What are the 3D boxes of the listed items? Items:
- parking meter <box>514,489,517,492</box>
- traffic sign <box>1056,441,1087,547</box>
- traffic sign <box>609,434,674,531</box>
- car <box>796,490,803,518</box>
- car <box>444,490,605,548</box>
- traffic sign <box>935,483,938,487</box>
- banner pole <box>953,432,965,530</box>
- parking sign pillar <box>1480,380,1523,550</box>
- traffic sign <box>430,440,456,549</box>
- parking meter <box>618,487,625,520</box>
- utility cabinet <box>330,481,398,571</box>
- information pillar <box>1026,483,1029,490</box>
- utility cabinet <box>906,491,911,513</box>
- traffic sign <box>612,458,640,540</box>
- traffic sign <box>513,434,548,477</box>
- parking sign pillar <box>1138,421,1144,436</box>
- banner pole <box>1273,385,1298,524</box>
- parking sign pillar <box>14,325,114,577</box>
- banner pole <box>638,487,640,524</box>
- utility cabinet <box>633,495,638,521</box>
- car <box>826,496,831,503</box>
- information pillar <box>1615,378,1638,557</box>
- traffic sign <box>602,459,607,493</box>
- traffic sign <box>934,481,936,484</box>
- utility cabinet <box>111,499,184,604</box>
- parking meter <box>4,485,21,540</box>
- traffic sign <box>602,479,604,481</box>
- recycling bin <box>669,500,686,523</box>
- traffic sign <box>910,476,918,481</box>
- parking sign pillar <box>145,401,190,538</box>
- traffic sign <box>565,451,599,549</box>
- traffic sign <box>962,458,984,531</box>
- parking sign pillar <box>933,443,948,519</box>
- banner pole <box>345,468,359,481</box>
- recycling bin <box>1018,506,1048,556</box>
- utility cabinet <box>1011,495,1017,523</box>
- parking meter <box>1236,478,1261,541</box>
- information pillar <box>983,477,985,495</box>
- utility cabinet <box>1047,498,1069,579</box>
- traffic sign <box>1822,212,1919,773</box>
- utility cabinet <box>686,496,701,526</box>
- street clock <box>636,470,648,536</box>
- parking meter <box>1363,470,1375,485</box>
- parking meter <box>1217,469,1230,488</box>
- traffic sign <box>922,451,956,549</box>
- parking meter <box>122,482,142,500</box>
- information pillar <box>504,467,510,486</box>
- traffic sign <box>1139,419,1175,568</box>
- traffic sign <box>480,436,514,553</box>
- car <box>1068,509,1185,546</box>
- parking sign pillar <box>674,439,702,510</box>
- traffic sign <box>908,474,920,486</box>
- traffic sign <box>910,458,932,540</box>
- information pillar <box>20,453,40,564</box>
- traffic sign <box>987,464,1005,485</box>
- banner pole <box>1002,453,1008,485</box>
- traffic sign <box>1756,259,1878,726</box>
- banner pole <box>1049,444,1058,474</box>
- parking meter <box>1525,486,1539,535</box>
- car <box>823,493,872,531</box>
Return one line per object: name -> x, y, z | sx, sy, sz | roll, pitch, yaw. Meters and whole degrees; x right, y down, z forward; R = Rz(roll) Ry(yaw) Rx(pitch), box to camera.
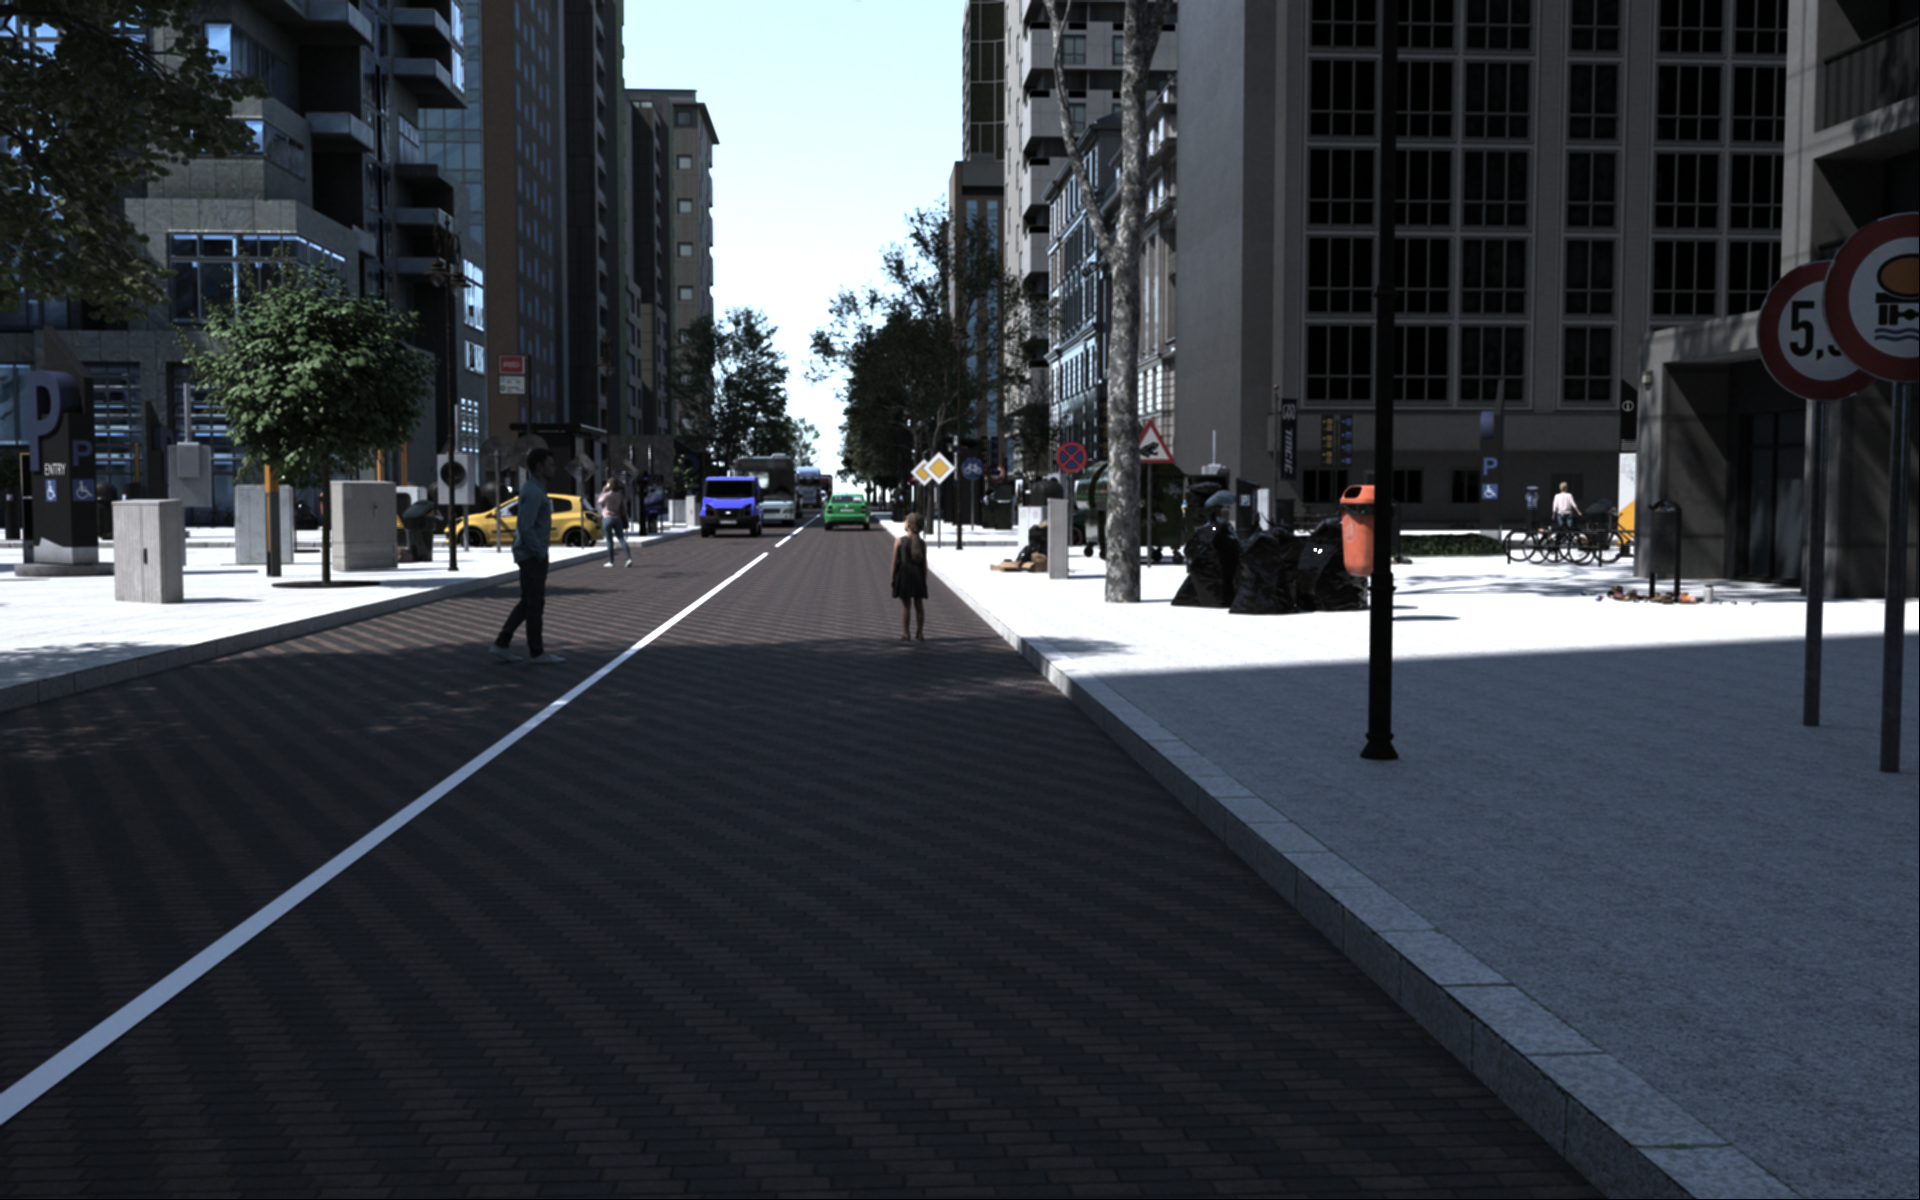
parking meter -> -22.283, -4.830, 87.384 | 0.372, 1.533, 0.369 | 0, 3, 0
traffic sign -> 2.692, -2.553, 41.854 | 0.768, 2.556, 0.104 | 0, 4, 6
traffic sign -> -10.903, -3.995, 59.189 | 2.265, 3.308, 0.079 | 0, 4, 5
car -> -10.549, -5.833, 104.048 | 2.281, 1.827, 5.304 | 0, 4, -2
car -> -11.045, -2.066, 44.007 | 3.980, 1.641, 2.015 | 0, 4, -5
traffic sign -> -1.659, -6.529, 108.878 | 0.606, 2.300, 0.079 | 0, 4, 0
banner pole -> -0.098, -4.389, 61.778 | 0.401, 3.779, 0.863 | -1, 4, -22
parking sign pillar -> 12.384, -3.170, 40.302 | 1.447, 3.967, 1.447 | 1, 4, 21
traffic sign -> -11.964, -2.483, 40.595 | 0.884, 2.594, 0.081 | 0, 4, -3
parking meter -> -15.676, -4.564, 80.329 | 0.399, 1.863, 0.255 | 1, 4, 18
utility cabinet -> -9.949, -1.241, 28.964 | 0.318, 1.500, 1.173 | 2, 4, 27
information pillar -> 4.501, -6.954, 118.195 | 0.304, 2.012, 0.304 | 2, 4, 25
utility cabinet -> -3.369, -6.095, 108.330 | 0.318, 1.500, 1.173 | 1, 4, 13
traffic sign -> -9.285, -2.724, 48.181 | 0.795, 2.450, 0.064 | 0, 4, -4
traffic sign -> -9.155, -2.254, 36.952 | 0.768, 2.556, 0.104 | 0, 4, 2
parking sign pillar -> 6.552, -4.536, 62.639 | 1.447, 3.967, 1.447 | -2, 4, -24
banner pole -> 7.445, -3.051, 39.896 | 0.863, 3.779, 0.401 | -2, 4, -29
parking sign pillar -> -14.155, -2.376, 27.316 | 1.447, 3.967, 1.447 | 3, 4, 38
banner pole -> -13.452, -5.115, 73.646 | 0.863, 3.779, 0.401 | -3, 4, -38
utility cabinet -> -15.460, -4.365, 82.525 | 0.306, 1.237, 1.020 | -1, 4, -18
car -> -9.988, -8.100, 142.216 | 2.009, 1.686, 4.222 | 0, 4, -3
information pillar -> 13.571, -2.671, 35.022 | 0.504, 3.616, 0.183 | 2, 4, 26
traffic sign -> -12.808, -3.844, 62.947 | 0.768, 2.556, 0.104 | 0, 4, 6
traffic sign -> -1.484, -5.633, 92.198 | 0.768, 2.556, 0.104 | 0, 4, -2
utility cabinet -> -9.649, -0.575, 20.561 | 1.020, 1.237, 0.306 | 2, 4, 34
parking meter -> -26.752, -2.475, 48.885 | 0.372, 1.533, 0.369 | 0, 3, 0
traffic sign -> -14.161, -4.168, 68.246 | 0.768, 2.556, 0.104 | 0, 4, 3
recycling bin -> -12.482, -3.926, 76.744 | 0.722, 1.027, 0.722 | -1, 4, -22
traffic sign -> -1.621, -4.361, 71.312 | 0.884, 2.594, 0.081 | 0, 4, 1
parking sign pillar -> -23.447, -3.816, 50.857 | 1.447, 3.967, 1.447 | -1, 4, -9
traffic sign -> -8.770, -2.237, 40.212 | 0.795, 2.450, 0.064 | 0, 4, -4
traffic sign -> 0.441, -3.702, 60.635 | 0.768, 2.556, 0.104 | 0, 4, -3
parking sign pillar -> -0.812, -6.248, 90.631 | 1.447, 3.967, 1.447 | -1, 4, -13
banner pole -> -23.238, -4.654, 66.114 | 0.401, 3.779, 0.863 | 2, 4, 28
recycling bin -> 1.676, -1.402, 35.471 | 0.722, 1.027, 0.722 | -3, 5, -41
utility cabinet -> 2.597, -4.057, 77.500 | 1.020, 1.237, 0.306 | -2, 4, -23
parking meter -> 4.424, -1.113, 26.614 | 0.372, 1.533, 0.369 | 0, 3, 0
information pillar -> 0.937, -4.302, 74.825 | 0.304, 2.012, 0.304 | 0, 4, 4
utility cabinet -> 1.509, -0.942, 26.561 | 0.306, 1.237, 1.020 | 0, 4, 1
traffic sign -> 4.299, -0.479, 7.932 | 0.768, 2.556, 0.104 | 0, 4, 4
utility cabinet -> -10.755, -3.588, 69.818 | 0.306, 1.237, 1.020 | -2, 4, -29
street clock -> -9.742, -2.974, 53.189 | 0.358, 2.002, 0.471 | 1, 4, 9
parking meter -> 9.894, -2.205, 41.768 | 0.255, 1.863, 0.399 | 0, 4, -4
parking meter -> 6.000, -2.067, 39.512 | 0.255, 1.863, 0.399 | 1, 4, 15
traffic sign -> -0.492, -2.268, 40.724 | 0.795, 2.450, 0.064 | 0, 4, -4
parking meter -> -17.805, -1.765, 37.271 | 0.372, 1.533, 0.369 | 0, 3, 0
information pillar -> -22.511, -5.799, 86.176 | 0.183, 3.616, 0.504 | 1, 4, 12
traffic sign -> 3.293, -1.841, 30.104 | 0.884, 2.594, 0.081 | 0, 4, -3
traffic sign -> -10.074, -2.303, 37.760 | 0.768, 2.556, 0.104 | 0, 3, 0
car -> 3.982, -2.119, 44.429 | 4.222, 1.686, 2.009 | 0, 4, -2
parking sign pillar -> -13.280, -5.880, 84.603 | 1.447, 3.967, 1.447 | -2, 4, -26
traffic sign -> -2.767, -6.411, 104.926 | 0.768, 2.556, 0.104 | 0, 4, -1
traffic sign -> -1.007, -2.755, 48.693 | 0.795, 2.450, 0.064 | 0, 4, -4
information pillar -> -16.649, -1.631, 31.157 | 0.304, 2.012, 0.304 | 0, 4, 3
traffic sign -> 1.493, -4.434, 72.599 | 0.768, 2.556, 0.104 | 0, 4, 4
banner pole -> 2.748, -7.123, 106.477 | 0.401, 3.779, 0.863 | 2, 4, 27
traffic sign -> 4.719, -0.576, 9.524 | 0.768, 2.556, 0.104 | 0, 4, 0
banner pole -> 4.701, -5.942, 87.167 | 0.401, 3.779, 0.863 | 3, 5, 43
parking meter -> 17.865, -2.794, 54.094 | 0.372, 1.533, 0.369 | 0, 3, 0
car -> -4.506, -3.704, 69.356 | 1.959, 1.807, 4.718 | 0, 4, -3
